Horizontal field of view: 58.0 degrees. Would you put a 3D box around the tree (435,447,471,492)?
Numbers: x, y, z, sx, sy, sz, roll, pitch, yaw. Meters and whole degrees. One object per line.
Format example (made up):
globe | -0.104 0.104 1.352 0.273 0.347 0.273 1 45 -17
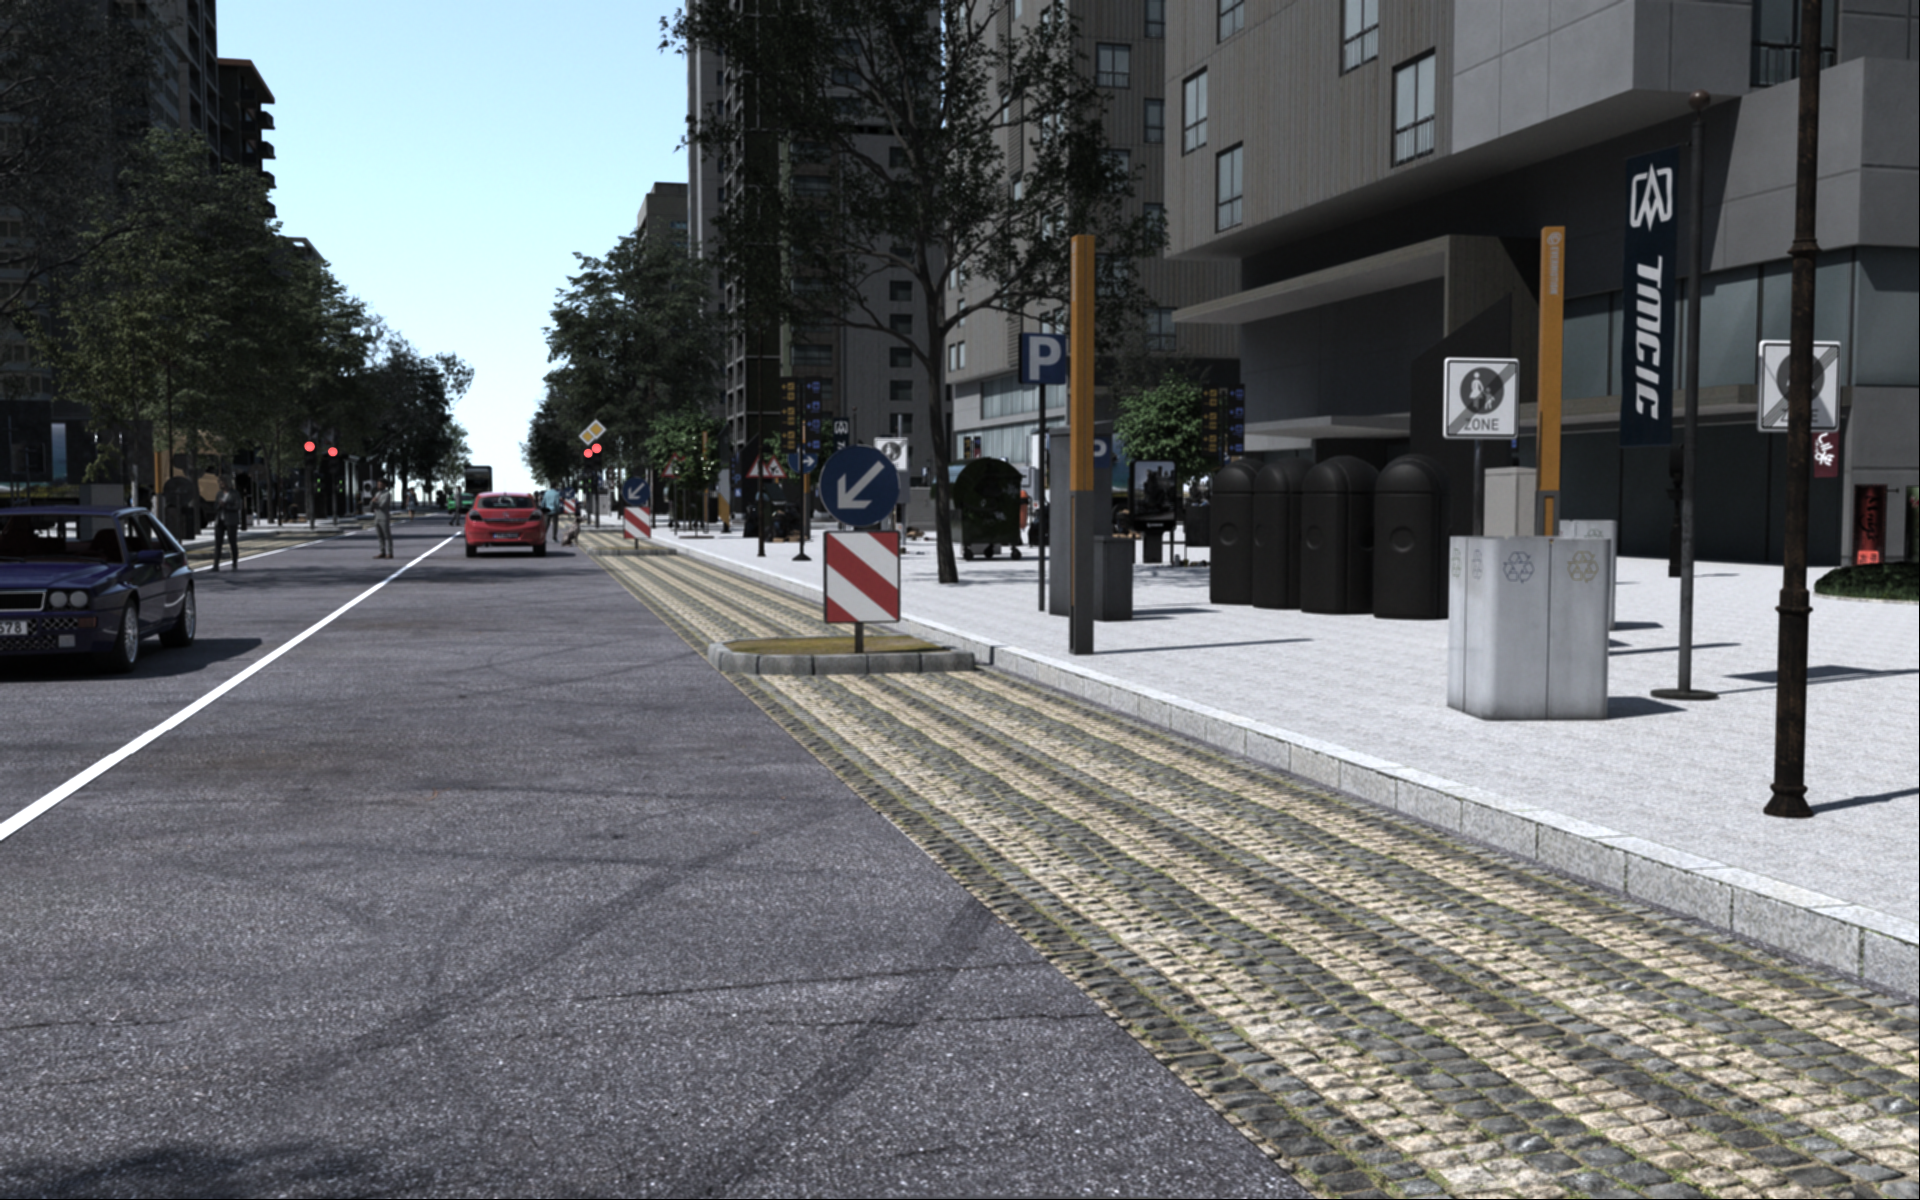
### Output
tree | -86.198 -22.052 294.966 7.601 10.594 8.767 -1 4 -8

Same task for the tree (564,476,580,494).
tree | -38.134 -10.818 171.478 1.663 3.219 1.824 0 3 0

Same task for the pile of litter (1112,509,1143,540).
pile of litter | 4.645 -2.128 48.761 1.719 0.858 1.176 1 4 19

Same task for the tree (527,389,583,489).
tree | -40.509 -15.831 176.960 7.486 12.596 7.792 0 3 0

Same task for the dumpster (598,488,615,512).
dumpster | -25.941 -7.422 127.111 1.264 1.857 1.865 -1 4 -14

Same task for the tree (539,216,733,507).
tree | -15.204 -10.651 80.793 9.857 13.997 8.962 0 3 0

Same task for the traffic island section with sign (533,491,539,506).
traffic island section with sign | -40.516 -9.824 169.254 1.989 1.847 2.006 -1 4 -14

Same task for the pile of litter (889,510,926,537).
pile of litter | -1.571 -2.319 51.886 1.176 0.858 1.719 1 4 23

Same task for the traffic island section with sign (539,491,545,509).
traffic island section with sign | -28.081 -6.839 120.445 1.989 1.847 2.006 -1 4 -14

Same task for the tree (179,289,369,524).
tree | -29.743 -8.581 74.711 8.767 10.594 7.601 -1 4 -10

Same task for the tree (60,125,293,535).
tree | -24.096 -8.331 54.346 7.486 12.596 7.792 0 3 0

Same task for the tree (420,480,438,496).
tree | -56.045 -11.472 182.172 1.663 3.219 1.824 0 3 0

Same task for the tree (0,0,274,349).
tree | -16.552 -7.099 26.442 12.009 13.543 11.850 0 3 0

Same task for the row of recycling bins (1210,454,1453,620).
row of recycling bins | 4.003 -0.735 19.135 1.069 1.692 3.534 -2 4 -30

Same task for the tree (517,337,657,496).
tree | -28.347 -13.694 134.273 12.009 13.543 11.850 0 3 0

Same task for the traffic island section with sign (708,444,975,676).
traffic island section with sign | -1.087 -0.364 14.572 1.989 1.847 2.006 -1 4 -14

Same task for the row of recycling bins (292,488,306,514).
row of recycling bins | -42.248 -6.368 111.223 1.069 1.692 3.534 -1 4 -9

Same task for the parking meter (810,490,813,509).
parking meter | -9.785 -6.520 115.020 0.372 1.533 0.369 0 3 0

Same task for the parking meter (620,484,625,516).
parking meter | -19.877 -5.878 101.815 0.255 1.863 0.399 1 4 14

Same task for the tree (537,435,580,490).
tree | -53.923 -18.960 235.757 9.928 11.665 9.643 0 3 0

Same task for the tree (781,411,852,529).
tree | -5.575 -4.938 64.444 4.285 4.588 4.351 0 3 0

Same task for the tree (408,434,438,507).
tree | -54.922 -13.855 176.889 4.360 8.622 3.978 0 3 0

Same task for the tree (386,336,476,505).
tree | -65.259 -21.576 208.649 12.611 20.169 13.585 0 3 0

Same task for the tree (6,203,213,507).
tree | -20.915 -5.677 43.189 4.737 8.622 4.395 0 3 0

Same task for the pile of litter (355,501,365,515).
pile of litter | -37.994 -5.808 108.927 1.176 0.858 1.719 -2 4 -26

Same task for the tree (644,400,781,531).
tree | -9.446 -4.722 60.925 4.285 4.588 4.351 0 3 0

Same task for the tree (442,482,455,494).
tree | -69.899 -14.766 236.023 1.663 3.219 1.824 0 3 0

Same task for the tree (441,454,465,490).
tree | -80.901 -19.929 276.197 4.737 8.622 4.395 0 3 0

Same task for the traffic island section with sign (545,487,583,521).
traffic island section with sign | -21.190 -5.184 93.385 1.989 1.847 2.006 -1 4 -14

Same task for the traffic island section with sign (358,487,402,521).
traffic island section with sign | -30.961 -5.110 92.178 1.989 1.847 2.006 -1 4 -14

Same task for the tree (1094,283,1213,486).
tree | 6.390 -6.714 60.138 4.360 8.622 3.978 0 3 0

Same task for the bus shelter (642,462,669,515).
bus shelter | -18.981 -8.098 110.041 2.179 5.291 8.768 -1 4 -14

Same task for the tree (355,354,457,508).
tree | -49.718 -15.190 155.017 9.857 13.997 8.962 0 3 0

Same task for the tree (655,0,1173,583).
tree | -0.506 -5.523 24.717 7.601 10.594 8.767 0 4 7

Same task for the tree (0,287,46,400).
tree | -32.271 -6.512 56.835 4.360 8.622 3.978 0 3 0

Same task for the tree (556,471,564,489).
tree | -57.035 -18.112 246.500 4.737 8.622 4.395 0 3 0

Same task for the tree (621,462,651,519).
tree | -17.095 -5.818 89.723 1.663 3.219 1.824 0 3 0

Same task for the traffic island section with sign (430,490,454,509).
traffic island section with sign | -49.897 -9.653 166.457 1.989 1.847 2.006 -1 4 -14

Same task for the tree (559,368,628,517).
tree | -20.033 -9.026 97.943 4.360 8.622 3.978 0 3 0

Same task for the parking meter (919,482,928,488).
parking meter | -1.826 -4.922 86.178 0.399 1.863 0.255 2 4 32

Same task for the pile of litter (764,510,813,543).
pile of litter | -4.609 -1.984 46.410 1.719 0.858 1.176 -3 5 -40

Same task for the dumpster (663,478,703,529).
dumpster | -10.254 -3.810 64.787 1.502 2.255 1.985 -1 4 -14

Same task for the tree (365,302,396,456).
tree | -31.115 -10.081 82.951 7.486 12.596 7.792 0 3 0

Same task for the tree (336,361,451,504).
tree | -44.895 -12.729 133.876 9.928 11.665 9.643 0 3 0

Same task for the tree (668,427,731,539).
tree | -7.749 -3.409 50.339 1.663 3.219 1.824 0 3 0

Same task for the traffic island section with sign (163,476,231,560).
traffic island section with sign | -17.139 -1.795 37.973 1.989 1.847 2.006 -1 4 -14

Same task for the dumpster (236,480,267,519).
dumpster | -36.410 -5.277 88.770 1.502 2.255 1.985 -1 4 -14

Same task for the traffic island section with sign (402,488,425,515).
traffic island section with sign | -37.636 -6.713 118.388 1.989 1.847 2.006 -1 4 -14

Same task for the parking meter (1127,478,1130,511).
parking meter | 5.373 -2.920 53.451 0.255 1.863 0.399 -2 4 -32

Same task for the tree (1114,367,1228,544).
tree | 5.603 -3.750 45.023 4.285 4.588 4.351 0 3 0

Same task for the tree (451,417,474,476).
tree | -68.462 -18.607 229.980 9.928 11.665 9.643 0 3 0

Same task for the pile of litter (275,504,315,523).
pile of litter | -29.569 -3.858 77.041 1.719 0.858 1.176 -1 4 -18

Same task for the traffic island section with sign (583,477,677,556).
traffic island section with sign | -7.773 -1.967 40.782 1.989 1.847 2.006 -1 4 -14

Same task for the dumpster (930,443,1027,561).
dumpster | 0.362 -1.917 33.841 1.502 2.255 1.985 -1 4 -14

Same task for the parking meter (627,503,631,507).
parking meter | -21.926 -6.522 115.042 0.372 1.533 0.369 0 3 0

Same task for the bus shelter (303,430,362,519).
bus shelter | -33.514 -7.009 92.222 2.179 5.291 8.768 -1 4 -14
